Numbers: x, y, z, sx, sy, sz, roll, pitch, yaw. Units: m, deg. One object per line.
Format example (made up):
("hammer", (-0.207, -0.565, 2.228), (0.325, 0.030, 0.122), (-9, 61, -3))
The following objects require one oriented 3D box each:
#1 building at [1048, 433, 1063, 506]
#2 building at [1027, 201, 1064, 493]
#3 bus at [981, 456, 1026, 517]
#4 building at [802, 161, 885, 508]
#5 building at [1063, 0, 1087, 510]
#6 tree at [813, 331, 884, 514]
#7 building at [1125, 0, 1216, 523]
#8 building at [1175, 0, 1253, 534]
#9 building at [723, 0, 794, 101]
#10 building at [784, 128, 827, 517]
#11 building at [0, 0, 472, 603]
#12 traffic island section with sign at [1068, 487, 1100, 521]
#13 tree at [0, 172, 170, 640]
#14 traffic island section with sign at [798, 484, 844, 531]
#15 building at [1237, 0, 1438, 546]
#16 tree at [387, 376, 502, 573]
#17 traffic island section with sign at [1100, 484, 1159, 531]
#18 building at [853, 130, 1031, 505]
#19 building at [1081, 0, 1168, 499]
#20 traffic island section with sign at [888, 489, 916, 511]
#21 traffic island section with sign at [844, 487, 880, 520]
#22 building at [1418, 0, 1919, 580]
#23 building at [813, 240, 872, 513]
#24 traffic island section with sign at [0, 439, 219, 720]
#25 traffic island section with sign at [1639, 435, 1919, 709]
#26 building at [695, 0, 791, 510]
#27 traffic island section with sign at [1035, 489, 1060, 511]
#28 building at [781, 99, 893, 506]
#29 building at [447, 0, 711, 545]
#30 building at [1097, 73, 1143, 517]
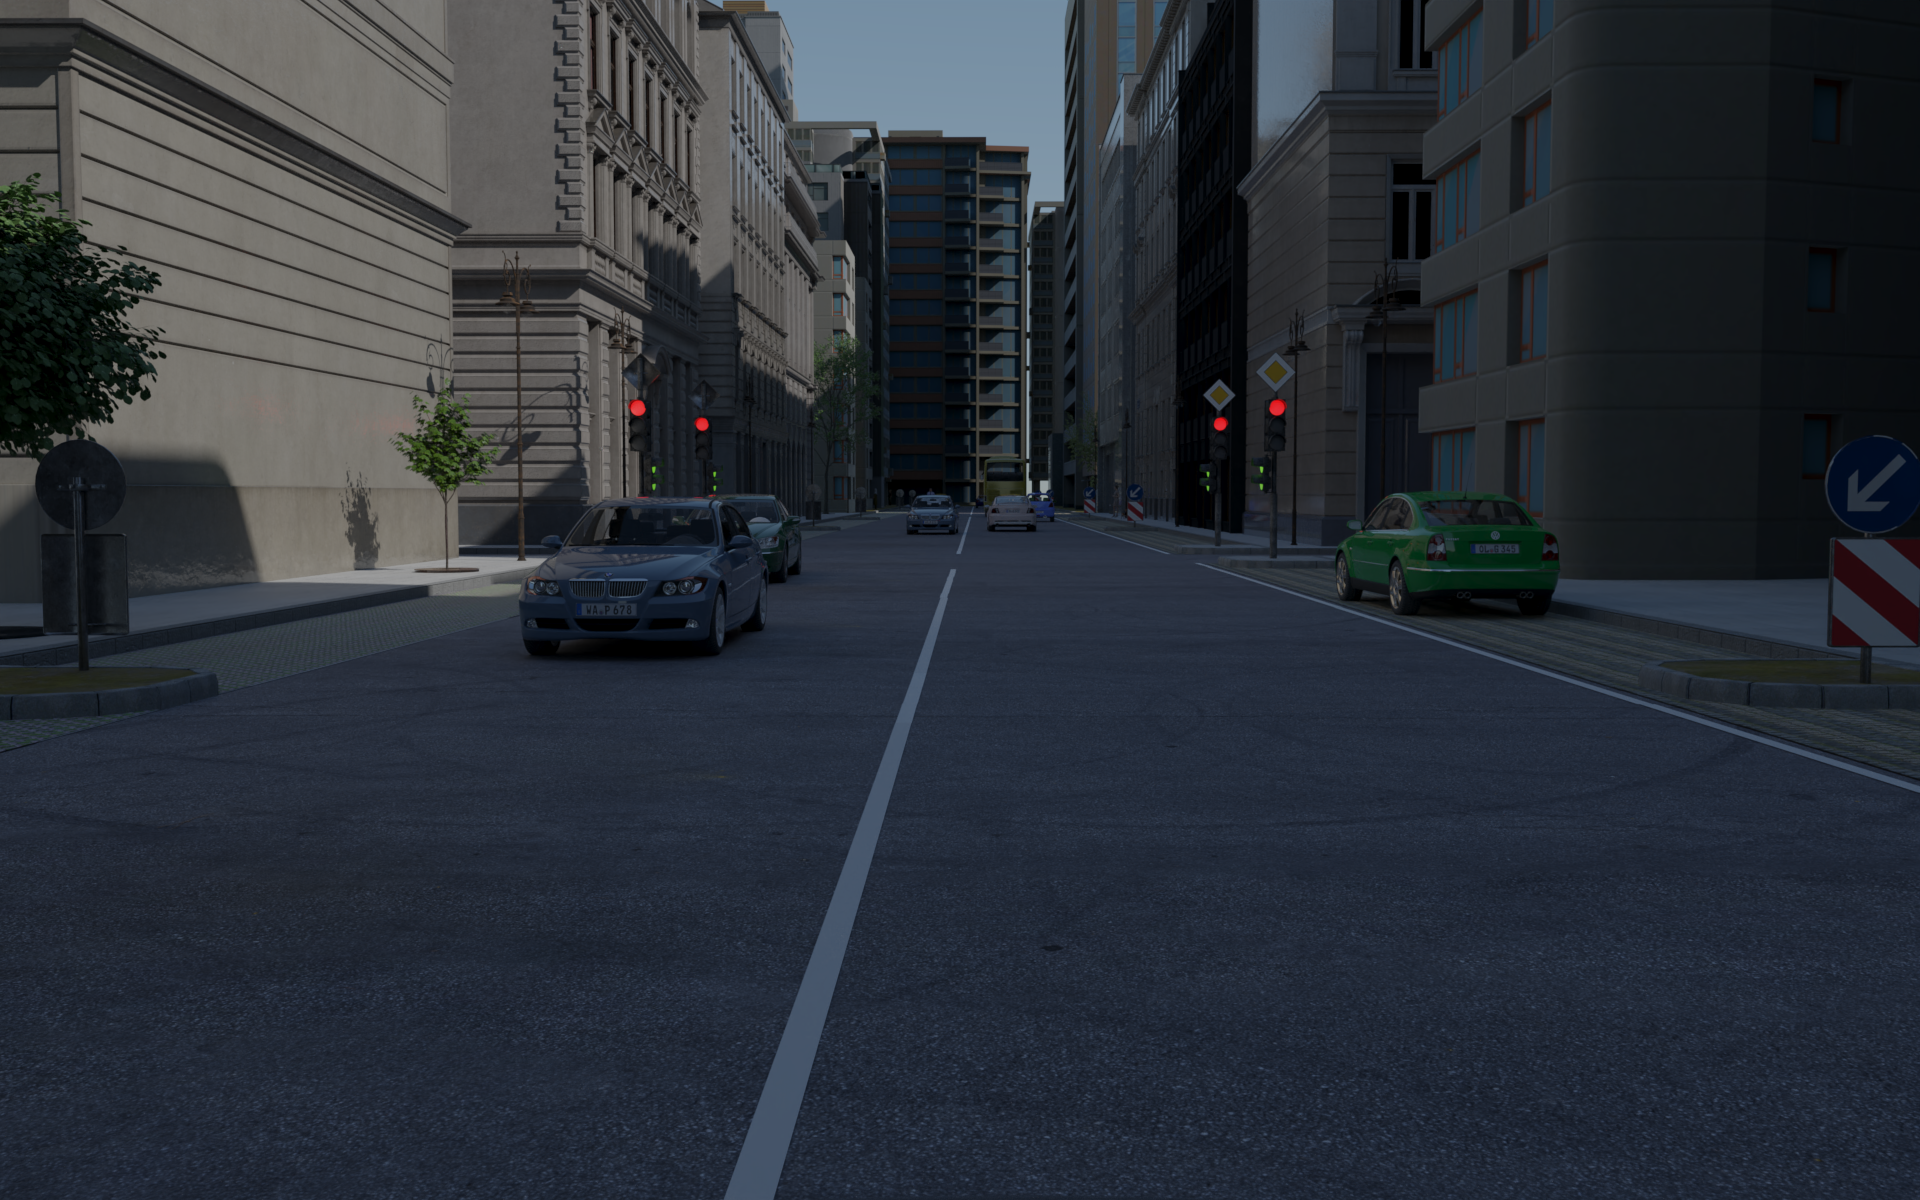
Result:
("building", (20.864, -52.776, 175.565), (22.319, 86.520, 31.000), (0, 4, 1))
("building", (20.486, -32.093, 216.608), (23.993, 40.220, 32.217), (0, 4, 1))
("bus", (2.785, -7.298, 110.864), (2.896, 3.916, 12.252), (0, 4, 1))
("building", (-14.164, -23.397, 154.246), (14.160, 30.474, 14.107), (0, 4, 1))
("building", (20.201, -32.219, 150.478), (21.300, 48.544, 21.600), (0, 4, 1))
("tree", (-8.421, -11.276, 110.124), (9.928, 11.665, 9.643), (0, 3, 0))
("building", (15.256, -17.546, 84.146), (12.463, 27.353, 25.104), (0, 4, 1))
("building", (15.004, -14.292, 63.358), (12.332, 23.373, 15.834), (0, 4, 1))
("building", (-34.536, -40.929, 211.193), (28.212, 58.520, 21.231), (0, 4, 1))
("building", (-14.801, -15.353, 92.829), (13.314, 21.916, 24.055), (0, 4, 1))
("building", (-24.381, -11.849, 27.012), (30.059, 22.955, 16.112), (0, 4, 1))
("traffic island section with sign", (6.884, -5.230, 94.130), (1.989, 1.847, 2.006), (0, 4, 1))
("tree", (-9.038, -1.953, 15.647), (4.285, 4.588, 4.351), (0, 3, 0))
("traffic island section with sign", (-5.715, -3.630, 67.982), (1.989, 1.847, 2.006), (0, 4, 1))
("building", (18.646, -16.013, 47.710), (20.117, 28.700, 13.634), (0, 4, 1))
("tree", (-8.332, -2.073, 28.500), (1.663, 3.219, 1.824), (0, 3, 0))
("traffic island section with sign", (6.607, -3.576, 67.099), (1.989, 1.847, 2.006), (0, 4, 1))
("building", (-5.997, -34.051, 211.352), (28.867, 44.769, 22.147), (0, 4, 1))
("building", (16.768, -29.474, 132.005), (14.600, 45.320, 14.200), (0, 4, 1))
("traffic island section with sign", (-4.932, -8.303, 144.385), (1.989, 1.847, 2.006), (0, 4, 1))
("traffic island section with sign", (-5.427, -5.327, 95.724), (1.989, 1.847, 2.006), (0, 4, 1))
("building", (22.844, -10.674, 19.566), (27.650, 21.520, 28.899), (0, 4, 1))
("building", (-21.439, -17.598, 132.771), (27.650, 21.520, 28.899), (0, 4, 1))
("traffic island section with sign", (-6.281, -0.197, 11.845), (1.989, 1.847, 2.006), (0, 4, 1))
("traffic island section with sign", (6.046, -0.232, 12.417), (1.989, 1.847, 2.006), (0, 4, 1))
("building", (-12.787, -13.597, 71.456), (9.793, 20.994, 18.267), (0, 4, 1))
("traffic island section with sign", (7.392, -8.348, 145.120), (1.989, 1.847, 2.006), (0, 4, 1))
("building", (-19.091, -29.651, 176.679), (23.993, 40.220, 32.217), (0, 4, 1))
("building", (-14.139, -13.650, 52.059), (11.050, 23.489, 19.941), (0, 4, 1))
("building", (15.277, -17.708, 107.546), (12.078, 24.808, 19.932), (0, 4, 1))
